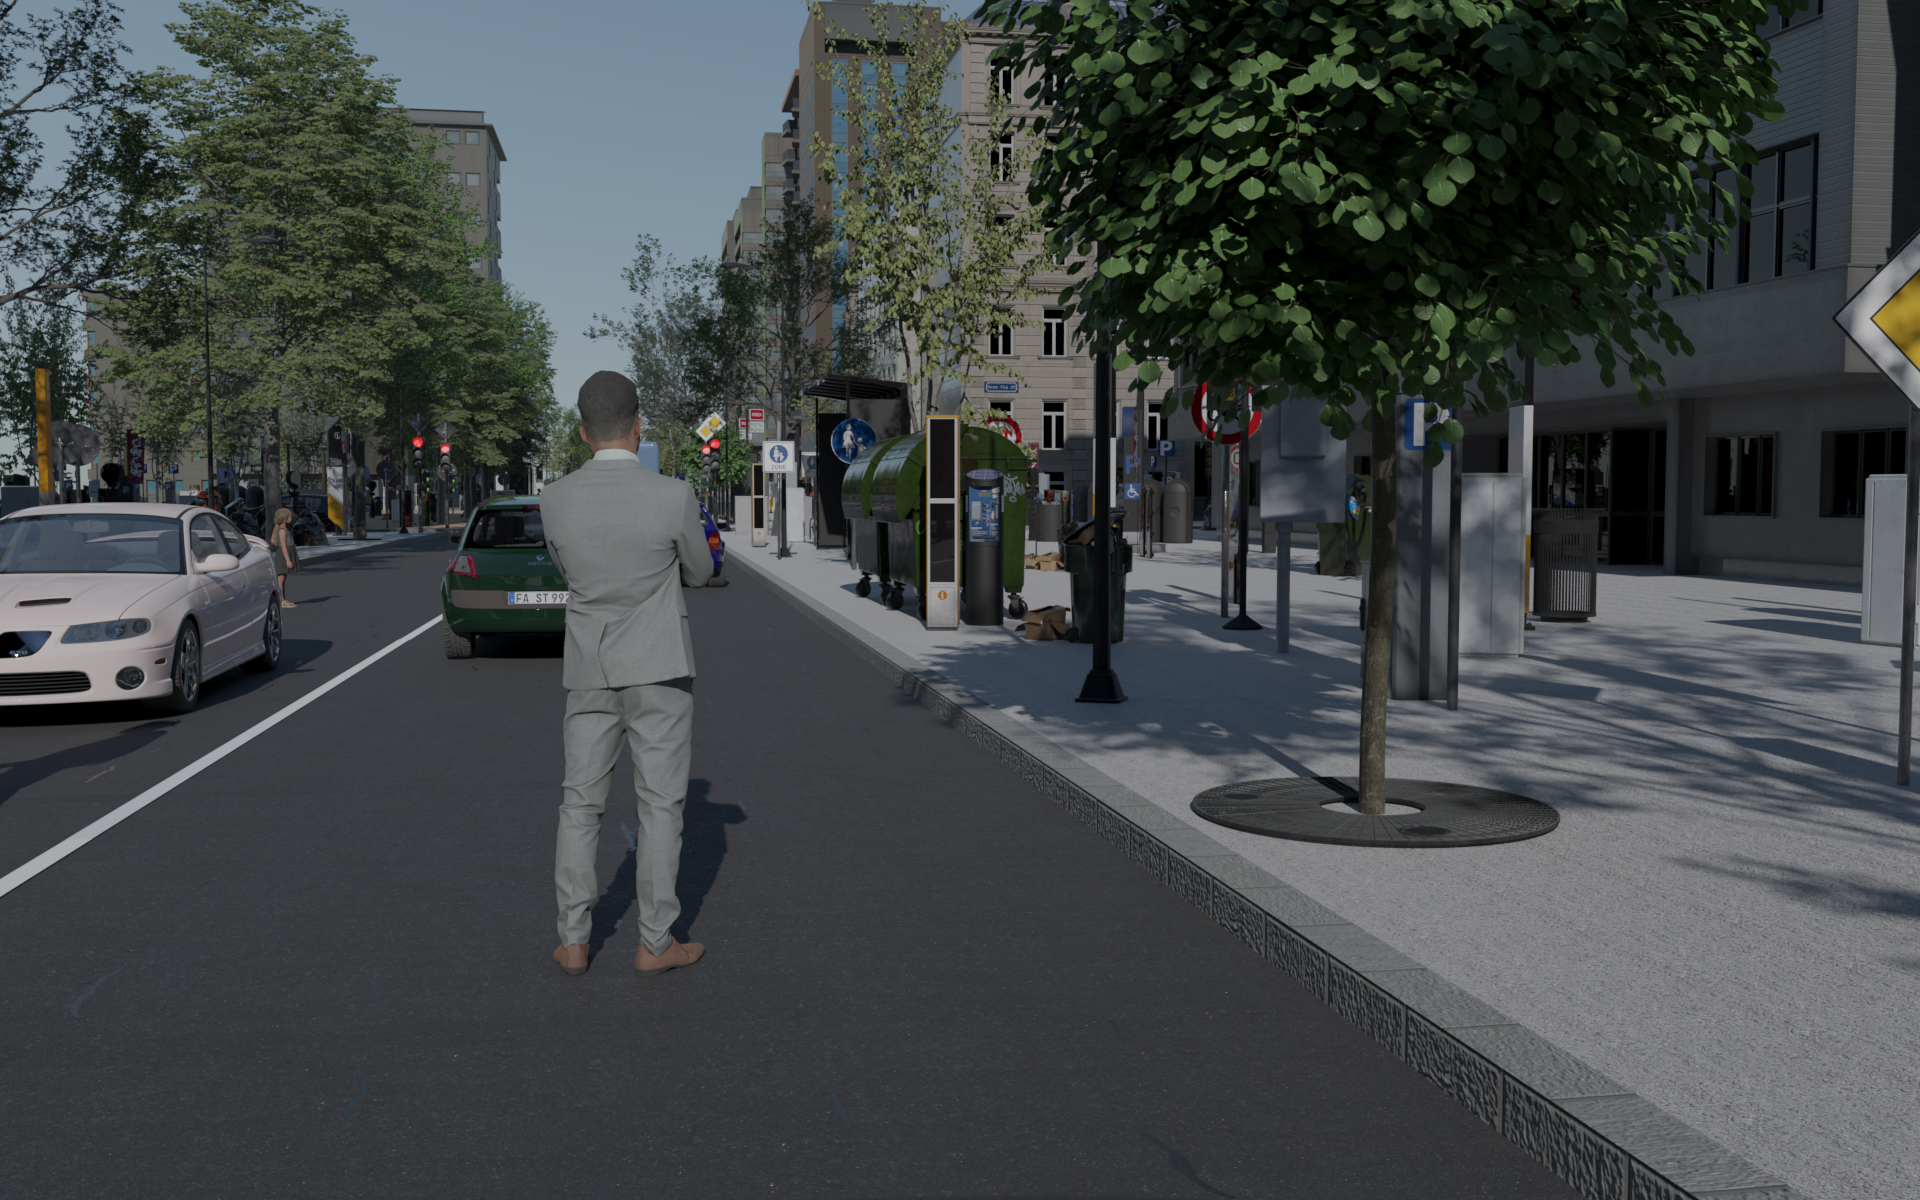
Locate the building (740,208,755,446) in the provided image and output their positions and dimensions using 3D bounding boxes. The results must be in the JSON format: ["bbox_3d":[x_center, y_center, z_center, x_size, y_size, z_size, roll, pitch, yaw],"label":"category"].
[{"bbox_3d":[-24.653,-34.682,250.644,14.154,41.232,14.086,-1,4,-10],"label":"building"}]

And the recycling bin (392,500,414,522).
[{"bbox_3d":[-25.510,-4.082,79.291,0.722,1.027,0.722,2,4,32],"label":"recycling bin"}]

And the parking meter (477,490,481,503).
[{"bbox_3d":[-29.682,-6.013,106.725,0.372,1.533,0.369,0,3,0],"label":"parking meter"}]

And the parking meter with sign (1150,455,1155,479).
[{"bbox_3d":[9.498,-5.006,78.110,1.738,3.016,0.543,-1,4,-14],"label":"parking meter with sign"}]

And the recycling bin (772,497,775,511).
[{"bbox_3d":[-13.971,-7.093,128.519,0.722,1.027,0.722,0,4,-4],"label":"recycling bin"}]

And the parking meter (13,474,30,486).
[{"bbox_3d":[-26.900,-2.692,49.725,0.399,1.863,0.255,0,4,1],"label":"parking meter"}]

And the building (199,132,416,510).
[{"bbox_3d":[-53.152,-22.660,142.193,14.160,30.474,14.107,-1,4,-10],"label":"building"}]

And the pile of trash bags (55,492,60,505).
[{"bbox_3d":[-39.976,-4.051,75.994,1.912,1.369,3.447,-3,4,-38],"label":"pile of trash bags"}]

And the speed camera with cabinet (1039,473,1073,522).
[{"bbox_3d":[4.008,-4.971,75.611,0.660,3.252,2.038,-3,5,-45],"label":"speed camera with cabinet"}]

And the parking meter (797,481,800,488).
[{"bbox_3d":[-6.380,-3.754,67.090,0.399,1.863,0.255,-1,4,-20],"label":"parking meter"}]

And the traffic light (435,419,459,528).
[{"bbox_3d":[-19.235,-4.649,64.928,0.839,4.253,0.868,-1,4,-10],"label":"traffic light"}]

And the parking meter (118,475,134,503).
[{"bbox_3d":[-23.953,-2.695,49.774,0.399,1.863,0.255,-1,4,-20],"label":"parking meter"}]

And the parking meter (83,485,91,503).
[{"bbox_3d":[-56.141,-6.465,111.417,0.255,1.863,0.399,3,4,38],"label":"parking meter"}]

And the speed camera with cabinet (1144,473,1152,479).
[{"bbox_3d":[7.881,-4.980,75.759,0.660,3.252,2.038,1,4,20],"label":"speed camera with cabinet"}]

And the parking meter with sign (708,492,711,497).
[{"bbox_3d":[-17.142,-7.381,116.939,1.738,3.016,0.543,3,5,42],"label":"parking meter with sign"}]

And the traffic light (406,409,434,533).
[{"bbox_3d":[-17.789,-4.168,57.075,0.839,4.253,0.868,-1,4,-10],"label":"traffic light"}]

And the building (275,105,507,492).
[{"bbox_3d":[-78.005,-39.793,239.853,28.713,52.752,27.495,-1,4,-10],"label":"building"}]

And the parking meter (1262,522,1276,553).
[{"bbox_3d":[6.692,-1.942,37.468,0.255,1.863,0.399,0,4,-1],"label":"parking meter"}]

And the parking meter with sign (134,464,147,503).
[{"bbox_3d":[-47.936,-6.372,100.435,1.738,3.016,0.543,2,4,26],"label":"parking meter with sign"}]

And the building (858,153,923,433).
[{"bbox_3d":[0.278,-15.066,101.084,10.420,20.320,16.860,-1,4,-10],"label":"building"}]

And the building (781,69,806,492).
[{"bbox_3d":[-6.900,-32.107,179.578,22.147,44.769,28.867,-1,4,-10],"label":"building"}]

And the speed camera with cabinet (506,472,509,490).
[{"bbox_3d":[-31.528,-7.732,120.759,0.660,3.252,2.038,0,4,-5],"label":"speed camera with cabinet"}]

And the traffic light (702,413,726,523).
[{"bbox_3d":[-8.339,-4.275,58.825,0.839,4.253,0.868,-1,4,-10],"label":"traffic light"}]

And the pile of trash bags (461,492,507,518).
[{"bbox_3d":[-25.668,-5.171,94.299,3.447,1.369,1.912,3,5,43],"label":"pile of trash bags"}]

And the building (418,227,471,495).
[{"bbox_3d":[-60.237,-25.258,184.671,14.160,30.474,14.107,-1,4,-10],"label":"building"}]

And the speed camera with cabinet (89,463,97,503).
[{"bbox_3d":[-55.355,-7.135,110.986,0.660,3.252,2.038,-1,4,-17],"label":"speed camera with cabinet"}]

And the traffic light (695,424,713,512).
[{"bbox_3d":[-9.785,-4.756,66.678,0.839,4.253,0.868,-1,4,-10],"label":"traffic light"}]

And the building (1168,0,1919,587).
[{"bbox_3d":[15.405,-13.274,36.098,14.314,24.678,30.058,-1,4,-10],"label":"building"}]

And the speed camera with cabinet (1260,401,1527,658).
[{"bbox_3d":[3.457,-1.196,13.894,2.038,3.252,0.660,1,4,11],"label":"speed camera with cabinet"}]

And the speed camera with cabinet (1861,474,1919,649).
[{"bbox_3d":[8.735,-1.251,14.789,2.038,3.252,0.660,-1,4,-20],"label":"speed camera with cabinet"}]

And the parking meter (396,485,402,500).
[{"bbox_3d":[-36.966,-6.637,114.218,0.255,1.863,0.399,2,4,31],"label":"parking meter"}]

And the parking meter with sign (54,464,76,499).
[{"bbox_3d":[-45.628,-5.636,88.406,0.543,3.016,1.738,-3,5,-43],"label":"parking meter with sign"}]

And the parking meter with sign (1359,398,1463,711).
[{"bbox_3d":[2.918,-0.903,11.020,0.543,3.016,1.738,0,4,0],"label":"parking meter with sign"}]

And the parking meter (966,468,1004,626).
[{"bbox_3d":[0.243,-0.524,16.977,0.372,1.533,0.369,0,3,0],"label":"parking meter"}]

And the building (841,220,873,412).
[{"bbox_3d":[-1.349,-18.822,126.827,14.460,24.649,34.723,-1,4,-10],"label":"building"}]

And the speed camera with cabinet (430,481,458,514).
[{"bbox_3d":[-33.150,-7.109,110.564,2.038,3.252,0.660,-2,4,-35],"label":"speed camera with cabinet"}]

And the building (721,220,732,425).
[{"bbox_3d":[-28.645,-40.776,290.394,21.300,48.544,21.600,-1,4,-10],"label":"building"}]

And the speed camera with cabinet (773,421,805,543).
[{"bbox_3d":[-4.595,-3.196,46.591,0.660,3.252,2.038,-1,4,-13],"label":"speed camera with cabinet"}]

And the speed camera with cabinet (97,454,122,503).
[{"bbox_3d":[-40.727,-5.470,83.762,0.660,3.252,2.038,0,4,1],"label":"speed camera with cabinet"}]

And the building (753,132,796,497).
[{"bbox_3d":[-15.830,-31.575,199.844,14.154,41.232,14.086,-1,4,-10],"label":"building"}]

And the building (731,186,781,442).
[{"bbox_3d":[-23.673,-39.474,269.107,21.300,48.544,21.600,-1,4,-10],"label":"building"}]

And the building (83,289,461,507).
[{"bbox_3d":[-62.778,-19.426,162.656,27.650,21.520,28.899,-1,4,-10],"label":"building"}]

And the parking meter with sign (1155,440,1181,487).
[{"bbox_3d":[6.920,-3.679,56.416,0.543,3.016,1.738,1,4,21],"label":"parking meter with sign"}]

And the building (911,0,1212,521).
[{"bbox_3d":[10.913,-17.722,87.022,25.104,27.353,12.463,-1,4,-10],"label":"building"}]

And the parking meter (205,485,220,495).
[{"bbox_3d":[-20.818,-2.437,48.264,0.372,1.533,0.369,0,3,0],"label":"parking meter"}]

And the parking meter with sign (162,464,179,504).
[{"bbox_3d":[-46.005,-6.395,100.820,0.543,3.016,1.738,0,4,-8],"label":"parking meter with sign"}]

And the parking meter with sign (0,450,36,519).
[{"bbox_3d":[-37.617,-4.445,68.940,1.738,3.016,0.543,0,4,2],"label":"parking meter with sign"}]

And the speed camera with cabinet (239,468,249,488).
[{"bbox_3d":[-48.740,-7.570,118.103,0.660,3.252,2.038,-2,4,-25],"label":"speed camera with cabinet"}]

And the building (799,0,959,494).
[{"bbox_3d":[-6.958,-31.016,157.214,14.600,45.320,14.200,-1,4,-10],"label":"building"}]

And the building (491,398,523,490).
[{"bbox_3d":[-82.862,-25.925,268.910,27.650,21.520,28.899,-1,4,-10],"label":"building"}]
